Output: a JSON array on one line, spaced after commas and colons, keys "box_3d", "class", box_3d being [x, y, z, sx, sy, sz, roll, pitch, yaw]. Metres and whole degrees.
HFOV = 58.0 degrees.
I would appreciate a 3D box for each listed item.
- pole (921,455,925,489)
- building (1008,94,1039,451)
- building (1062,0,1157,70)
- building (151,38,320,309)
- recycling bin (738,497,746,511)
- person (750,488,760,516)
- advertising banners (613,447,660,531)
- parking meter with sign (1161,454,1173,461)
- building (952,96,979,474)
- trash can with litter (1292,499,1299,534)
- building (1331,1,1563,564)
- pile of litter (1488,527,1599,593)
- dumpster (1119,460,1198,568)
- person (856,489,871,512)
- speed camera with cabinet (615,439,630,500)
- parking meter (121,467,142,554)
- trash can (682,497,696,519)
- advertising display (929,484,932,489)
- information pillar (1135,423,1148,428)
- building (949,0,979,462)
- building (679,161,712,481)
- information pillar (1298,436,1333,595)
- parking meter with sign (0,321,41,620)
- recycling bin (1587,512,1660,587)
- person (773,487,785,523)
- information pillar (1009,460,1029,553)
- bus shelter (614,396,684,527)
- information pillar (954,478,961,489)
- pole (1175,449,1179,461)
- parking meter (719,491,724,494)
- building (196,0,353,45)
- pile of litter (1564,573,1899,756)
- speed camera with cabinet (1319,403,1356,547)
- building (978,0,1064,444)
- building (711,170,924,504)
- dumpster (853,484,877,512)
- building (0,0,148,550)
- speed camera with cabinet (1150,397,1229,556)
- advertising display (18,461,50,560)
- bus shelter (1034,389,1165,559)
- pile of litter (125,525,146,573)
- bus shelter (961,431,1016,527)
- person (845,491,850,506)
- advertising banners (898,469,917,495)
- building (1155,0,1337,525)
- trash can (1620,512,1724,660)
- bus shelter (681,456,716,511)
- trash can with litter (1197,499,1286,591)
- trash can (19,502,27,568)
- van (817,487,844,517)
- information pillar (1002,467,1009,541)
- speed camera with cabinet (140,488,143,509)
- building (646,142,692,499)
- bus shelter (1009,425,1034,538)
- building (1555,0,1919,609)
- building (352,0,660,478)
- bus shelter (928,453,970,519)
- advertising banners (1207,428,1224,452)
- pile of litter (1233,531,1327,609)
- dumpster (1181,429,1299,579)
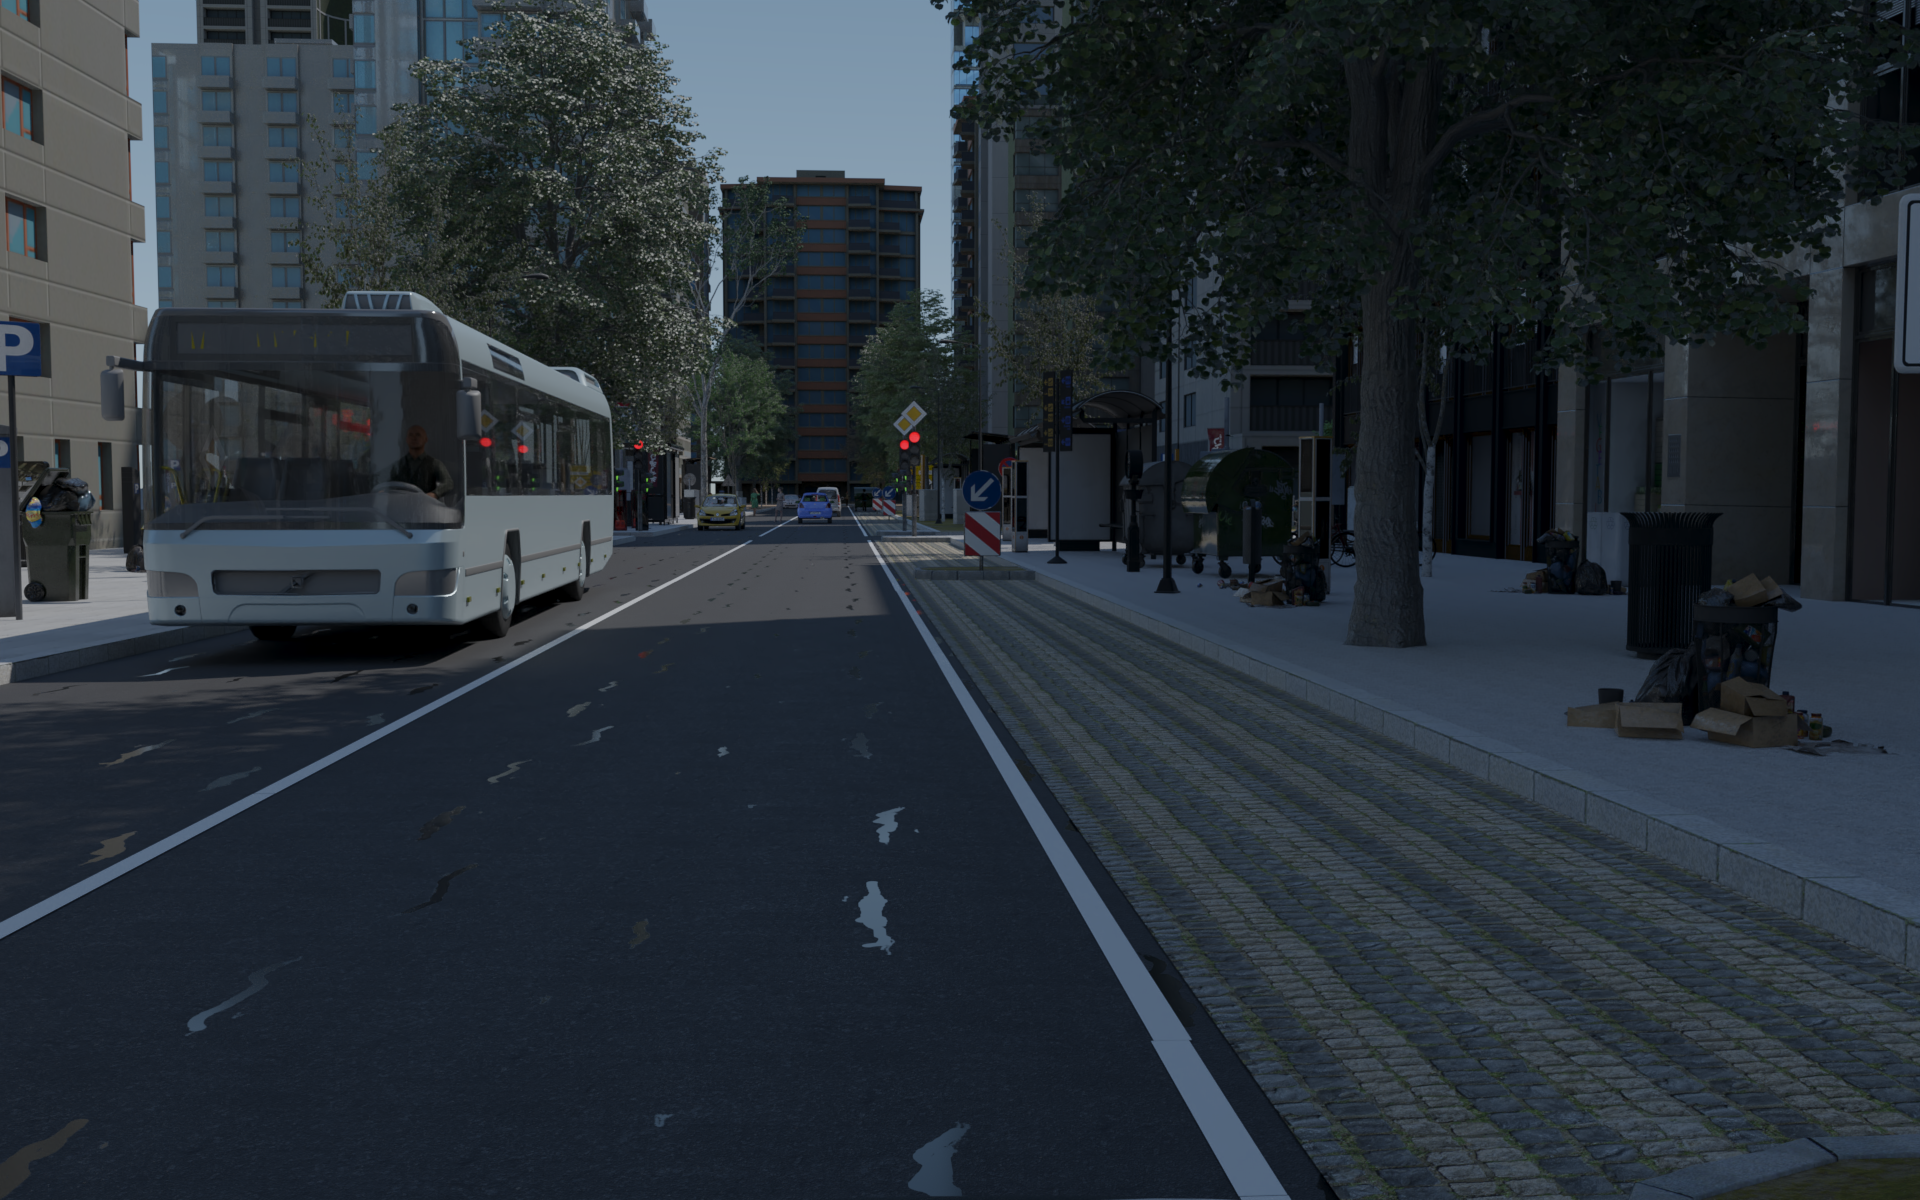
[{"box_3d": [-1.926, -5.881, 89.995, 0.158, 3.312, 0.155, 0, 3, 0], "class": "pole"}, {"box_3d": [10.367, -21.861, 129.136, 14.160, 30.474, 14.107, 0, 4, -4], "class": "building"}, {"box_3d": [12.535, -20.046, 99.446, 14.160, 30.474, 14.107, 0, 4, -4], "class": "building"}, {"box_3d": [-68.836, -34.616, 185.583, 30.456, 49.044, 23.786, 0, 4, -4], "class": "building"}, {"box_3d": [-16.579, -7.216, 130.532, 0.722, 1.027, 0.722, 2, 4, 24], "class": "recycling bin"}, {"box_3d": [-13.175, -6.257, 111.045, 0.600, 1.795, 0.529, 0, 4, 5], "class": "person"}, {"box_3d": [-12.082, -4.187, 64.644, 2.074, 3.025, 0.090, 1, 4, 22], "class": "advertising banners"}, {"box_3d": [8.907, -4.837, 75.347, 0.543, 3.016, 1.738, 0, 4, 1], "class": "parking meter with sign"}, {"box_3d": [10.586, -32.724, 189.664, 22.147, 44.769, 28.867, 0, 4, -4], "class": "building"}, {"box_3d": [8.760, -1.944, 43.169, 1.055, 1.170, 0.624, -2, 4, -31], "class": "trash can with litter"}, {"box_3d": [16.381, -12.690, 37.156, 12.332, 23.373, 15.834, 0, 4, -4], "class": "building"}, {"box_3d": [7.819, -0.520, 22.475, 1.176, 0.858, 1.719, -3, 5, -45], "class": "pile of litter"}, {"box_3d": [3.570, -1.519, 30.592, 1.264, 1.857, 1.865, 0, 4, -4], "class": "dumpster"}, {"box_3d": [-7.694, -7.994, 138.832, 1.348, 1.869, 0.705, -3, 4, -37], "class": "person"}, {"box_3d": [-12.939, -4.187, 62.797, 2.038, 3.252, 0.660, 2, 4, 28], "class": "speed camera with cabinet"}, {"box_3d": [-17.893, -1.939, 37.417, 0.255, 1.863, 0.399, 0, 4, 0], "class": "parking meter"}, {"box_3d": [-13.679, -4.642, 87.551, 0.748, 1.137, 0.748, 0, 3, 0], "class": "trash can"}, {"box_3d": [-1.510, -6.268, 107.697, 0.974, 1.923, 0.123, -3, 5, -43], "class": "advertising display"}, {"box_3d": [5.022, -3.466, 48.017, 0.183, 3.616, 0.504, -2, 4, -33], "class": "information pillar"}, {"box_3d": [10.389, -56.548, 237.230, 31.000, 86.520, 22.319, 0, 4, -4], "class": "building"}, {"box_3d": [-40.819, -35.551, 231.363, 14.200, 45.320, 14.600, 0, 4, -4], "class": "building"}, {"box_3d": [4.533, -1.078, 22.121, 0.304, 2.012, 0.304, -2, 4, -29], "class": "information pillar"}, {"box_3d": [-10.177, -1.338, 18.141, 1.738, 3.016, 0.543, 3, 5, 45], "class": "parking meter with sign"}, {"box_3d": [9.273, -0.713, 24.213, 0.722, 1.027, 0.722, -1, 4, -17], "class": "recycling bin"}, {"box_3d": [-9.065, -4.764, 86.730, 0.599, 1.781, 0.374, 3, 4, 37], "class": "person"}, {"box_3d": [1.314, -2.048, 37.979, 0.304, 2.012, 0.304, -1, 4, -14], "class": "information pillar"}, {"box_3d": [-12.916, -5.764, 71.865, 2.179, 5.291, 8.768, 0, 4, -4], "class": "bus shelter"}, {"box_3d": [-0.097, -4.476, 77.676, 0.304, 2.012, 0.304, 0, 4, 5], "class": "information pillar"}, {"box_3d": [9.823, -5.176, 78.474, 0.158, 3.312, 0.155, 0, 3, 0], "class": "pole"}, {"box_3d": [-17.141, -7.113, 124.700, 0.372, 1.533, 0.369, 0, 3, 0], "class": "parking meter"}, {"box_3d": [-87.274, -48.443, 230.287, 20.611, 71.187, 20.563, 0, 4, -4], "class": "building"}, {"box_3d": [4.003, 0.291, 9.200, 1.176, 0.858, 1.719, -1, 4, -17], "class": "pile of litter"}, {"box_3d": [8.499, -2.638, 37.460, 2.038, 3.252, 0.660, 3, 5, 44], "class": "speed camera with cabinet"}, {"box_3d": [12.223, -37.841, 160.702, 21.231, 58.520, 28.212, 0, 4, -4], "class": "building"}, {"box_3d": [-19.608, -35.608, 236.816, 28.867, 44.769, 22.147, 0, 4, -4], "class": "building"}, {"box_3d": [-7.766, -8.411, 142.478, 1.985, 2.255, 1.502, 0, 4, -5], "class": "dumpster"}, {"box_3d": [-33.675, -11.192, 28.027, 28.899, 21.520, 27.650, 0, 4, -4], "class": "building"}, {"box_3d": [4.845, -2.538, 35.835, 0.660, 3.252, 2.038, -3, 5, -43], "class": "speed camera with cabinet"}, {"box_3d": [-18.255, -1.754, 33.891, 0.974, 1.923, 0.123, 1, 4, 11], "class": "advertising display"}, {"box_3d": [2.923, -2.594, 36.330, 2.014, 3.302, 5.546, 0, 4, -4], "class": "bus shelter"}, {"box_3d": [-13.240, -0.922, 29.034, 1.176, 0.858, 1.719, 1, 4, 22], "class": "pile of litter"}, {"box_3d": [1.102, -4.668, 67.597, 1.731, 3.624, 6.357, 0, 4, -4], "class": "bus shelter"}, {"box_3d": [-13.650, -12.306, 209.800, 0.705, 1.812, 1.348, 1, 4, 22], "class": "person"}, {"box_3d": [-2.913, -6.875, 108.591, 2.074, 3.025, 0.090, 1, 4, 13], "class": "advertising banners"}, {"box_3d": [20.960, -39.171, 78.705, 20.611, 71.187, 20.563, 0, 4, -4], "class": "building"}, {"box_3d": [5.527, -0.113, 13.495, 0.748, 1.137, 0.748, 0, 3, 0], "class": "trash can"}, {"box_3d": [-16.600, -7.281, 110.333, 1.731, 3.624, 6.357, 0, 4, -4], "class": "bus shelter"}, {"box_3d": [4.098, -0.777, 23.769, 1.678, 1.210, 2.233, 0, 4, 7], "class": "trash can with litter"}, {"box_3d": [-16.537, -1.143, 30.348, 0.748, 1.137, 0.748, 0, 3, 0], "class": "trash can"}, {"box_3d": [-8.342, -6.259, 109.344, 2.013, 2.044, 4.112, 0, 4, -4], "class": "van"}, {"box_3d": [1.351, -2.612, 47.203, 0.304, 2.012, 0.304, 2, 4, 28], "class": "information pillar"}, {"box_3d": [-24.161, -3.445, 50.659, 0.660, 3.252, 2.038, -3, 5, -40], "class": "speed camera with cabinet"}, {"box_3d": [-40.980, -30.113, 184.221, 23.993, 40.220, 32.217, 0, 4, -4], "class": "building"}, {"box_3d": [2.603, -3.293, 47.758, 2.014, 3.302, 5.546, 0, 4, -4], "class": "bus shelter"}, {"box_3d": [20.606, -12.670, 11.667, 19.350, 26.468, 34.151, 0, 4, -4], "class": "building"}, {"box_3d": [-37.773, -32.291, 147.563, 23.786, 49.044, 30.456, 0, 4, -4], "class": "building"}, {"box_3d": [-0.500, -5.705, 87.198, 2.014, 3.302, 5.546, 0, 4, -4], "class": "bus shelter"}, {"box_3d": [7.460, -3.014, 45.472, 2.074, 3.025, 0.090, 2, 4, 28], "class": "advertising banners"}, {"box_3d": [3.738, -0.384, 20.247, 1.176, 0.858, 1.719, 2, 4, 34], "class": "pile of litter"}, {"box_3d": [4.373, -1.499, 27.002, 1.502, 2.255, 1.985, 0, 4, -4], "class": "dumpster"}]
